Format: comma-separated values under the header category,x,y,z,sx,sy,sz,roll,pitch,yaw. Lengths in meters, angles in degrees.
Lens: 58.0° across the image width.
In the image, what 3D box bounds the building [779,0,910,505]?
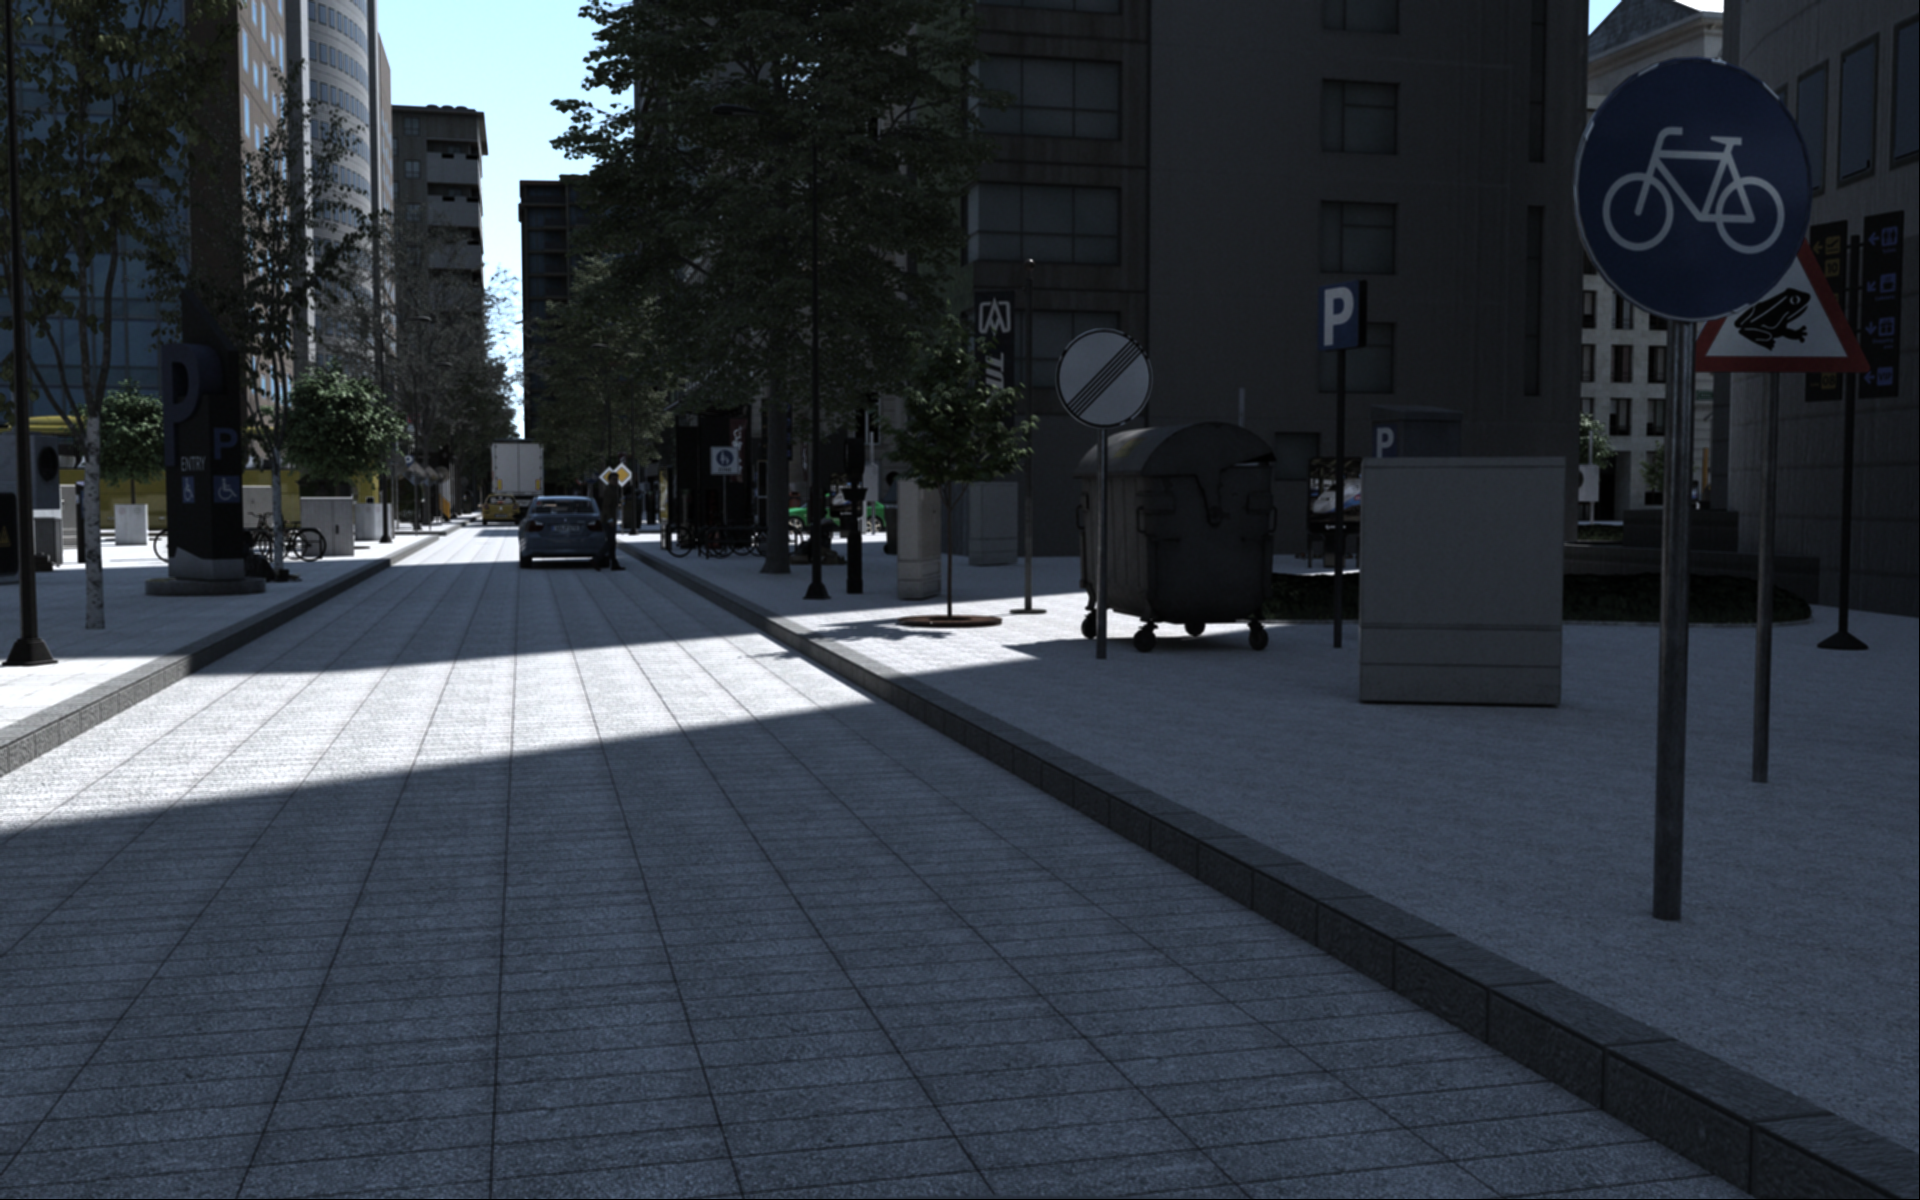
category,x,y,z,sx,sy,sz,roll,pitch,yaw
building,4.653,-17.268,79.602,25.104,27.353,12.463,-1,4,-14

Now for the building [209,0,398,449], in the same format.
category,x,y,z,sx,sy,sz,roll,pitch,yaw
building,-61.346,-31.449,164.297,14.600,45.320,14.200,-1,4,-14

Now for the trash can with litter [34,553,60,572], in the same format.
category,x,y,z,sx,sy,sz,roll,pitch,yaw
trash can with litter,-15.501,-1.052,28.585,1.055,1.170,0.624,-3,4,-38

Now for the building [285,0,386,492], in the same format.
category,x,y,z,sx,sy,sz,roll,pitch,yaw
building,-59.501,-36.687,141.836,21.231,58.520,28.212,-1,4,-14

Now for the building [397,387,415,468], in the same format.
category,x,y,z,sx,sy,sz,roll,pitch,yaw
building,-74.446,-53.112,181.054,31.000,86.520,22.319,-1,4,-14

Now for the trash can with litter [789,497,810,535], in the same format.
category,x,y,z,sx,sy,sz,roll,pitch,yaw
trash can with litter,-5.018,-2.693,55.093,2.233,1.210,1.678,-3,4,-38

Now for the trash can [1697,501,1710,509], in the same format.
category,x,y,z,sx,sy,sz,roll,pitch,yaw
trash can,16.239,-1.567,37.280,0.748,1.137,0.748,0,3,0

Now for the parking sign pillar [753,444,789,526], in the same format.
category,x,y,z,sx,sy,sz,roll,pitch,yaw
parking sign pillar,-7.347,-4.836,67.546,1.447,3.967,1.447,-2,4,-30

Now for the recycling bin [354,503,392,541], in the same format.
category,x,y,z,sx,sy,sz,roll,pitch,yaw
recycling bin,-16.197,-2.154,47.777,0.722,1.027,0.722,2,4,25

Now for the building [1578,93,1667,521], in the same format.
category,x,y,z,sx,sy,sz,roll,pitch,yaw
building,24.989,-14.081,84.974,16.860,20.320,10.420,-1,4,-14

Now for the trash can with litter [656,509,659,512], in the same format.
category,x,y,z,sx,sy,sz,roll,pitch,yaw
trash can with litter,-20.217,-6.437,116.640,1.055,1.170,0.624,0,4,-2

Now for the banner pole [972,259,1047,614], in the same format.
category,x,y,z,sx,sy,sz,roll,pitch,yaw
banner pole,0.523,-1.752,18.670,0.863,3.779,0.401,1,4,23

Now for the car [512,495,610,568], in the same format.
category,x,y,z,sx,sy,sz,roll,pitch,yaw
car,-8.004,-1.405,34.974,2.014,1.417,4.499,-1,4,-14

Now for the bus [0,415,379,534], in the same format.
category,x,y,z,sx,sy,sz,roll,pitch,yaw
bus,-25.148,-3.914,55.541,12.252,3.916,2.896,-1,4,-14

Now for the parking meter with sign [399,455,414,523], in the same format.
category,x,y,z,sx,sy,sz,roll,pitch,yaw
parking meter with sign,-24.989,-4.987,77.800,0.543,3.016,1.738,-2,4,-31

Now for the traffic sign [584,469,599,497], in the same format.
category,x,y,z,sx,sy,sz,roll,pitch,yaw
traffic sign,-18.477,-5.307,86.872,0.768,2.556,0.104,-1,4,-10

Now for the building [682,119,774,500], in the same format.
category,x,y,z,sx,sy,sz,roll,pitch,yaw
building,-8.754,-20.880,117.808,17.030,29.872,44.131,-1,4,-14

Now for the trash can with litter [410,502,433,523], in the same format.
category,x,y,z,sx,sy,sz,roll,pitch,yaw
trash can with litter,-23.587,-3.925,75.568,0.624,1.170,1.055,3,5,41

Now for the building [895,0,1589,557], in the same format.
category,x,y,z,sx,sy,sz,roll,pitch,yaw
building,5.406,-21.927,42.098,14.154,41.232,14.086,-1,4,-14

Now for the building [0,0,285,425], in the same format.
category,x,y,z,sx,sy,sz,roll,pitch,yaw
building,-35.810,-25.721,70.652,14.600,45.320,14.200,-1,4,-14

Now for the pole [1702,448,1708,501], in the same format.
category,x,y,z,sx,sy,sz,roll,pitch,yaw
pole,32.967,-5.066,76.670,0.158,3.312,0.155,0,3,0

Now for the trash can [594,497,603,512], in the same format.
category,x,y,z,sx,sy,sz,roll,pitch,yaw
trash can,-16.525,-4.175,79.909,0.748,1.137,0.748,0,3,0

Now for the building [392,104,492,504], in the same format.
category,x,y,z,sx,sy,sz,roll,pitch,yaw
building,-75.272,-39.368,232.911,27.495,52.752,28.713,-1,4,-14

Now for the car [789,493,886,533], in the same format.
category,x,y,z,sx,sy,sz,roll,pitch,yaw
car,-4.498,-3.120,59.815,4.718,1.807,1.959,-1,4,-15

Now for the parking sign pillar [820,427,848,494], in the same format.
category,x,y,z,sx,sy,sz,roll,pitch,yaw
parking sign pillar,-4.850,-4.650,64.502,1.447,3.967,1.447,-2,4,-24

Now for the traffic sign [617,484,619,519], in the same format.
category,x,y,z,sx,sy,sz,roll,pitch,yaw
traffic sign,-17.929,-5.545,90.774,0.768,2.556,0.104,-1,4,-11

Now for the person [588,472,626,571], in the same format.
category,x,y,z,sx,sy,sz,roll,pitch,yaw
person,-6.559,-1.464,32.340,0.656,1.842,0.836,3,5,45

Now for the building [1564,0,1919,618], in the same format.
category,x,y,z,sx,sy,sz,roll,pitch,yaw
building,20.574,-28.953,15.379,21.231,58.520,28.212,-1,4,-14

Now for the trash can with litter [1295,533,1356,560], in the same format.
category,x,y,z,sx,sy,sz,roll,pitch,yaw
trash can with litter,7.594,-1.439,34.591,2.233,1.210,1.678,-1,4,-16

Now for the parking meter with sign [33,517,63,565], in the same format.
category,x,y,z,sx,sy,sz,roll,pitch,yaw
parking meter with sign,-17.124,-2.131,31.103,1.738,3.016,0.543,0,4,-8

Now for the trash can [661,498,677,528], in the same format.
category,x,y,z,sx,sy,sz,roll,pitch,yaw
trash can,-10.396,-3.079,61.992,0.748,1.137,0.748,0,3,0

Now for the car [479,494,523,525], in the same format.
category,x,y,z,sx,sy,sz,roll,pitch,yaw
car,-21.624,-4.363,81.559,2.015,1.641,3.980,-1,4,-15

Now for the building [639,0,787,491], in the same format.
category,x,y,z,sx,sy,sz,roll,pitch,yaw
building,-19.069,-33.175,166.111,21.300,48.544,21.600,-1,4,-14

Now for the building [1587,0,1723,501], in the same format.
category,x,y,z,sx,sy,sz,roll,pitch,yaw
building,44.296,-18.557,90.792,23.554,28.519,14.401,-1,4,-14

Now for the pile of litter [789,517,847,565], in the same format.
category,x,y,z,sx,sy,sz,roll,pitch,yaw
pile of litter,-2.648,-1.088,31.758,1.719,0.858,1.176,3,5,43

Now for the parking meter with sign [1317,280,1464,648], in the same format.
category,x,y,z,sx,sy,sz,roll,pitch,yaw
parking meter with sign,3.902,-1.130,14.729,1.738,3.016,0.543,-2,4,-25

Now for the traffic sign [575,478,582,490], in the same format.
category,x,y,z,sx,sy,sz,roll,pitch,yaw
traffic sign,-22.394,-6.273,102.672,0.768,2.556,0.104,-1,4,-12

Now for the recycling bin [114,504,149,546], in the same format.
category,x,y,z,sx,sy,sz,roll,pitch,yaw
recycling bin,-20.832,-1.896,43.557,0.722,1.027,0.722,-1,4,-22

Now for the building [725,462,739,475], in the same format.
category,x,y,z,sx,sy,sz,roll,pitch,yaw
building,-24.452,-28.527,238.121,14.107,30.474,14.160,-1,4,-14

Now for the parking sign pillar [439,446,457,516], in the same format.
category,x,y,z,sx,sy,sz,roll,pitch,yaw
parking sign pillar,-28.787,-6.605,96.457,1.447,3.967,1.447,-3,5,-40

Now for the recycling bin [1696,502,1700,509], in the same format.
category,x,y,z,sx,sy,sz,roll,pitch,yaw
recycling bin,24.326,-2.666,56.150,0.722,1.027,0.722,3,4,38

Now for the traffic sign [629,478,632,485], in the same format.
category,x,y,z,sx,sy,sz,roll,pitch,yaw
traffic sign,-16.726,-5.195,87.065,0.606,2.300,0.079,-1,4,-10

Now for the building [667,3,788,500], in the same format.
category,x,y,z,sx,sy,sz,roll,pitch,yaw
building,-17.876,-28.402,147.964,14.154,41.232,14.086,-1,4,-14

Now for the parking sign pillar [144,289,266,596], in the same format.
category,x,y,z,sx,sy,sz,roll,pitch,yaw
parking sign pillar,-9.769,-2.071,22.333,1.447,3.967,1.447,3,5,42

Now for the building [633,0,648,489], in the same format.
category,x,y,z,sx,sy,sz,roll,pitch,yaw
building,-24.959,-39.631,189.962,21.231,58.520,28.212,-1,4,-14

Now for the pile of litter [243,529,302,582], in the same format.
category,x,y,z,sx,sy,sz,roll,pitch,yaw
pile of litter,-10.542,-0.712,25.605,1.719,0.858,1.176,2,4,31

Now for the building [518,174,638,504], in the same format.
category,x,y,z,sx,sy,sz,roll,pitch,yaw
building,-46.730,-35.554,235.930,28.867,44.769,22.147,-1,4,-14
